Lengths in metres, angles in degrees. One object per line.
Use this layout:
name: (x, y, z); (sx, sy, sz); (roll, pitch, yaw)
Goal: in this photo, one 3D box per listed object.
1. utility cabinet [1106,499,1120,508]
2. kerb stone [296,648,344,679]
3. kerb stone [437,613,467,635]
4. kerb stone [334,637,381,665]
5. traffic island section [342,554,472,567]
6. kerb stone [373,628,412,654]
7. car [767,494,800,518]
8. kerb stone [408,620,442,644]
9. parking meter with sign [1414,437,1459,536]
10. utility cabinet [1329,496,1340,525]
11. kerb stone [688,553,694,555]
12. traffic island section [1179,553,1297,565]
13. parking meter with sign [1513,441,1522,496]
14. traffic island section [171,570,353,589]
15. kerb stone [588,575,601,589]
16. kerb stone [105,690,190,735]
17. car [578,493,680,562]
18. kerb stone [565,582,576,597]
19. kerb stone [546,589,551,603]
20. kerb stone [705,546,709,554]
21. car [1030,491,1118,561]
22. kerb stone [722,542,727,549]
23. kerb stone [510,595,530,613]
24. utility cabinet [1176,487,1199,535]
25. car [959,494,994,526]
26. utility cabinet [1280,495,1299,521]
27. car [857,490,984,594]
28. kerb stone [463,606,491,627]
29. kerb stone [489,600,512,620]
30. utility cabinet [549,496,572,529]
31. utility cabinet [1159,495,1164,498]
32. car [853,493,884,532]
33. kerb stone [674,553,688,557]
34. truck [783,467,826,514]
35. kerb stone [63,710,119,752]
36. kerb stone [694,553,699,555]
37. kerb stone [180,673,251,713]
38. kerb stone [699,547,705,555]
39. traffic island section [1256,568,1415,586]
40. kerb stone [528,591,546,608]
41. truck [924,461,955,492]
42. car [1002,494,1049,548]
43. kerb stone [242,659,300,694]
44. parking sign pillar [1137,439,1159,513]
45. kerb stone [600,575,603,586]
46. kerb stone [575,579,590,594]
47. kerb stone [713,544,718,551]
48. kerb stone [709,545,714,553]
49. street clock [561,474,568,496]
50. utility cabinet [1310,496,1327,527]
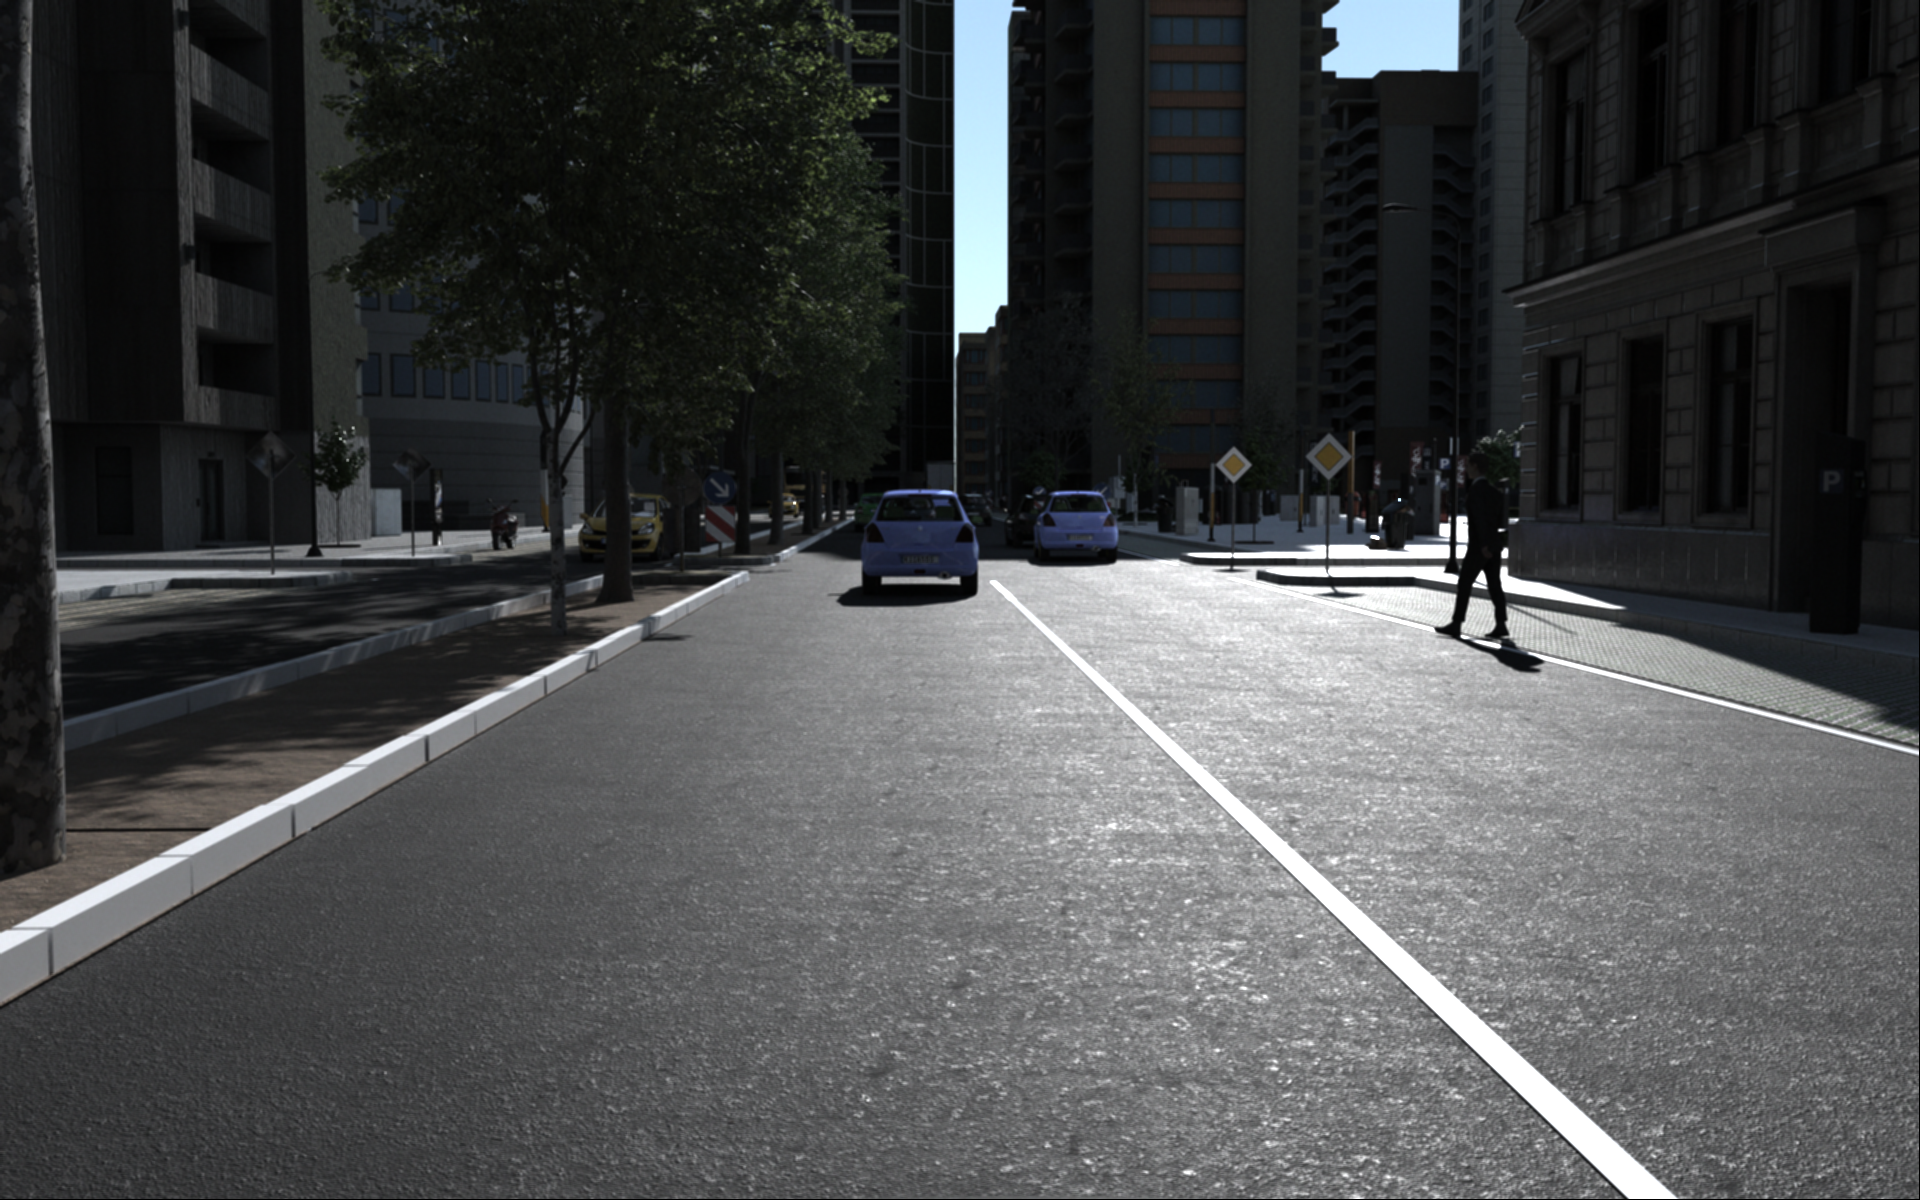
utility cabinet: (9.613, -6.158, 109.369); (1.173, 1.500, 0.318); (-3, 5, -41)
kerb stone: (-5.148, 0.520, 13.783); (0.120, 0.150, 1.000); (0, 4, -2)
kerb stone: (-5.295, 0.265, 17.870); (0.120, 0.150, 1.000); (0, 4, -2)
kerb stone: (-5.187, 0.452, 14.804); (0.120, 0.150, 1.000); (0, 4, -2)
traffic island section: (-11.262, -0.815, 35.610); (2.009, 0.180, 2.903); (0, 4, -2)
kerb stone: (-5.229, 0.390, 15.827); (0.120, 0.150, 1.000); (0, 4, -2)
car: (-10.659, -5.789, 104.879); (2.015, 1.641, 3.980); (0, 4, -3)
kerb stone: (-5.258, 0.328, 16.849); (0.120, 0.150, 1.000); (0, 4, -2)
parking meter with sign: (14.538, -3.519, 53.802); (1.738, 3.016, 0.543); (3, 5, 44)
utility cabinet: (15.464, -3.772, 72.830); (1.020, 1.237, 0.306); (-1, 4, -20)
kerb stone: (-5.996, -0.948, 37.867); (0.120, 0.150, 1.000); (0, 4, -2)
traffic island section: (5.720, -0.851, 36.197); (2.009, 0.180, 2.903); (0, 4, -2)
parking meter with sign: (18.521, -3.674, 56.328); (0.543, 3.016, 1.738); (0, 4, -1)
traffic island section: (-10.983, -0.327, 27.630); (2.009, 0.180, 2.903); (0, 4, -2)
kerb stone: (-5.585, -0.237, 26.077); (0.120, 0.150, 1.000); (0, 4, -2)
kerb stone: (-5.046, 0.702, 10.711); (0.120, 0.150, 1.000); (0, 4, -2)
car: (-7.210, -1.699, 38.002); (2.015, 1.641, 3.980); (0, 4, 0)
kerb stone: (-5.510, -0.110, 24.022); (0.120, 0.150, 1.000); (0, 4, -2)
kerb stone: (-5.462, -0.046, 22.997); (0.120, 0.150, 1.000); (0, 4, -2)
kerb stone: (-6.102, -1.147, 40.942); (0.120, 0.150, 1.000); (0, 4, -2)
car: (2.519, -1.753, 38.248); (1.945, 1.707, 3.694); (0, 4, 0)
kerb stone: (-6.241, -1.393, 45.031); (0.120, 0.150, 1.000); (0, 4, -2)
kerb stone: (-5.403, 0.076, 20.953); (0.120, 0.150, 1.000); (0, 4, -2)
utility cabinet: (7.102, -2.774, 54.034); (0.318, 1.500, 1.173); (2, 4, 30)
car: (0.555, -4.203, 78.505); (2.009, 1.686, 4.222); (0, 4, -1)
utility cabinet: (15.781, -4.366, 82.550); (1.020, 1.237, 0.306); (1, 4, 8)
car: (-0.598, -1.010, 26.101); (1.945, 1.707, 3.694); (0, 4, -1)
kerb stone: (-5.327, 0.202, 18.892); (0.120, 0.150, 1.000); (0, 4, -2)
kerb stone: (-5.360, 0.139, 19.918); (0.120, 0.150, 1.000); (0, 4, -2)
utility cabinet: (-14.653, -3.202, 63.518); (0.306, 1.237, 1.020); (2, 4, 26)
utility cabinet: (10.637, -5.095, 94.471); (1.020, 1.237, 0.306); (2, 4, 35)
car: (-3.117, -3.518, 66.309); (1.959, 1.807, 4.718); (0, 4, -2)
kerb stone: (-5.964, -0.895, 36.834); (0.120, 0.150, 1.000); (0, 4, -2)
truck: (-11.215, -7.892, 124.962); (3.469, 3.379, 9.791); (0, 4, -2)
kerb stone: (-5.006, 0.765, 9.683); (0.120, 0.150, 1.000); (0, 4, -2)
kerb stone: (-6.029, -1.017, 38.898); (0.120, 0.150, 1.000); (0, 4, -2)
kerb stone: (-5.072, 0.640, 11.733); (0.120, 0.150, 1.000); (0, 4, -2)
kerb stone: (-6.065, -1.084, 39.920); (0.120, 0.150, 1.000); (0, 4, -2)
traffic island section: (5.999, -0.363, 28.217); (2.009, 0.180, 2.903); (0, 4, -2)
kerb stone: (-5.443, 0.014, 21.974); (0.120, 0.150, 1.000); (0, 4, -2)
truck: (-1.801, -10.054, 153.301); (2.839, 4.237, 11.283); (0, 4, -1)
car: (2.197, -2.300, 47.392); (2.009, 1.686, 4.222); (0, 4, -3)
kerb stone: (-5.114, 0.578, 12.754); (0.120, 0.150, 1.000); (0, 4, -2)
parking sign pillar: (9.325, -5.973, 86.124); (1.447, 3.967, 1.447); (-2, 4, -33)
kerb stone: (-5.617, -0.300, 27.101); (0.120, 0.150, 1.000); (0, 4, -2)
kerb stone: (-5.547, -0.175, 25.056); (0.120, 0.150, 1.000); (0, 4, -2)
kerb stone: (-6.173, -1.272, 42.987); (0.120, 0.150, 1.000); (0, 4, -2)
kerb stone: (-6.133, -1.206, 41.966); (0.120, 0.150, 1.000); (0, 4, -2)
street clock: (-14.221, -3.492, 61.666); (0.471, 2.002, 0.358); (0, 4, 4)
utility cabinet: (13.987, -3.469, 67.878); (0.306, 1.237, 1.020); (2, 4, 27)
